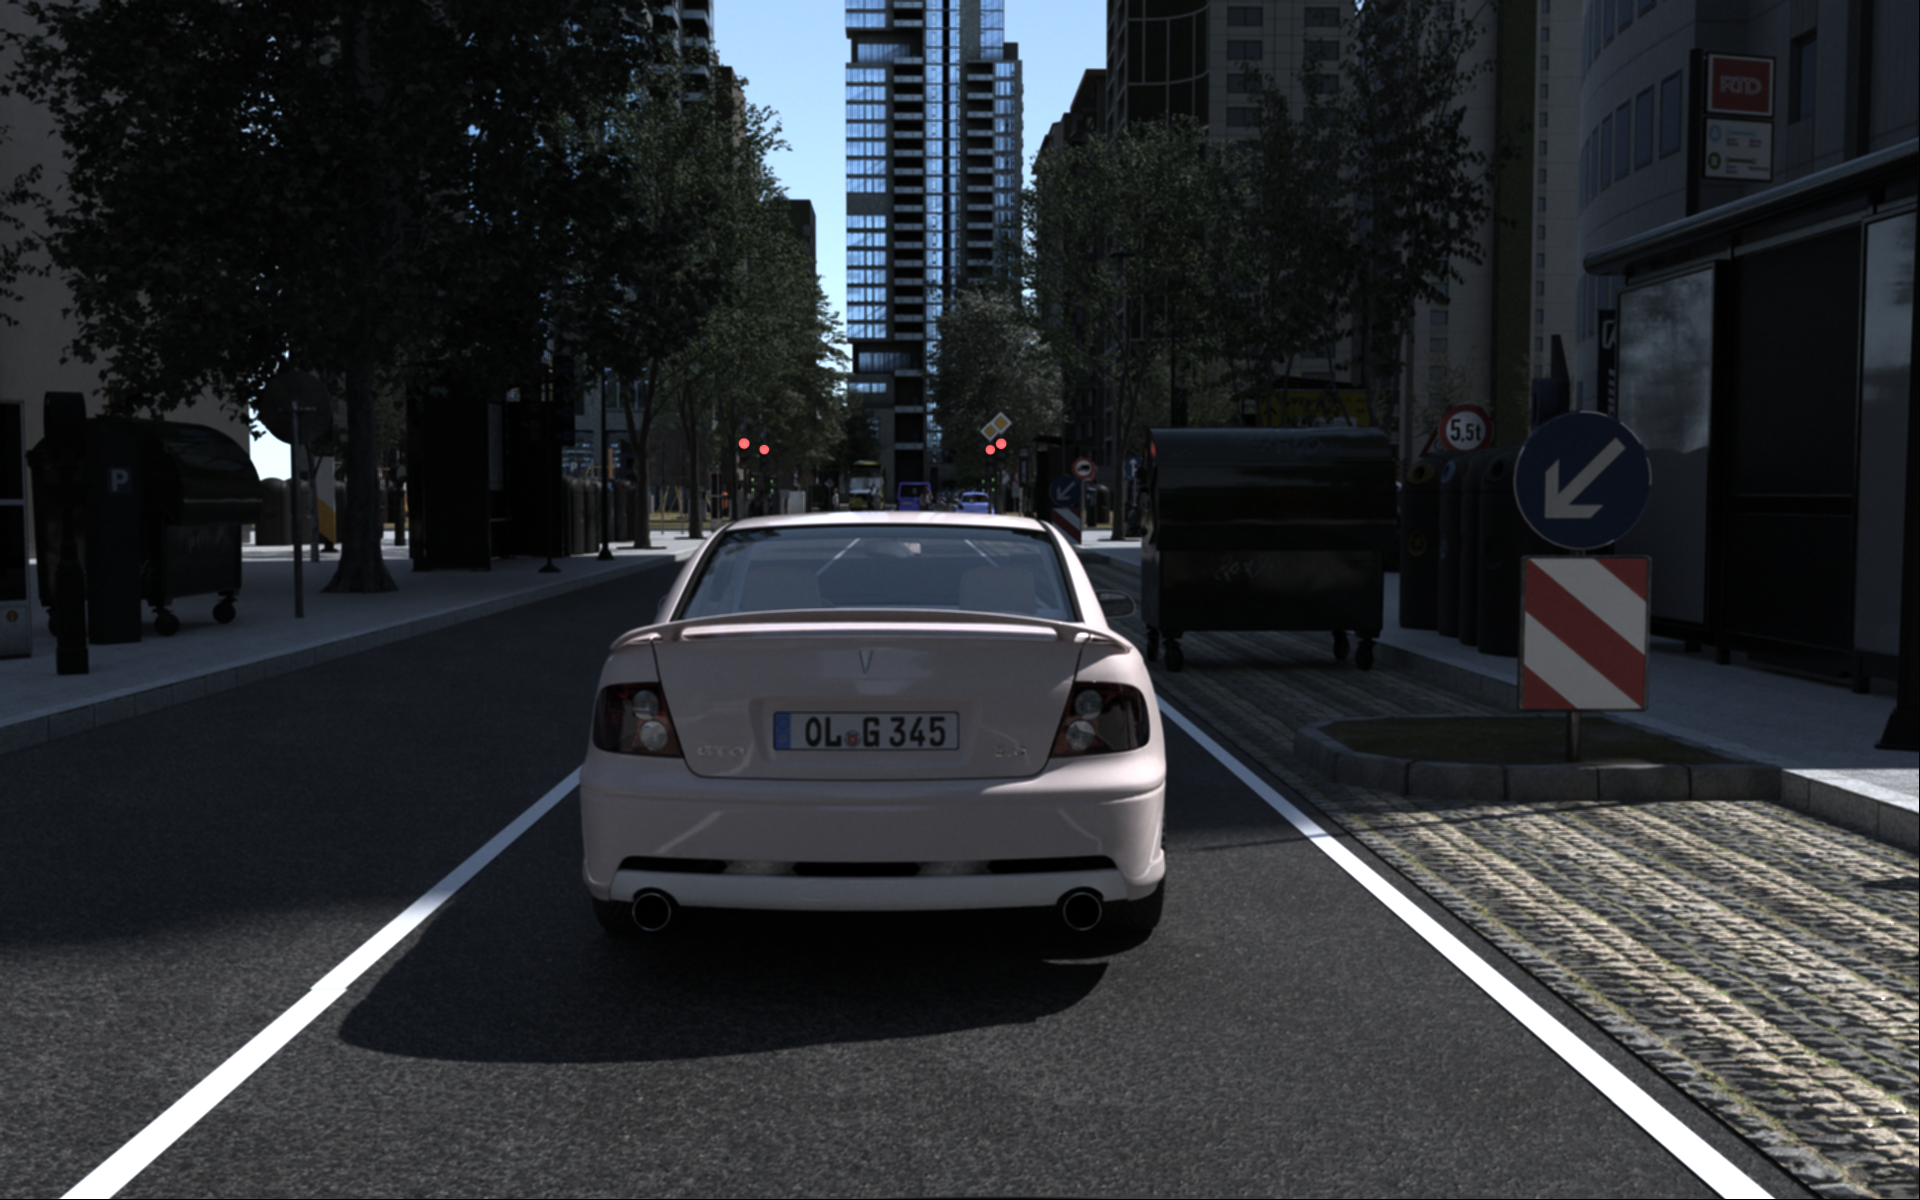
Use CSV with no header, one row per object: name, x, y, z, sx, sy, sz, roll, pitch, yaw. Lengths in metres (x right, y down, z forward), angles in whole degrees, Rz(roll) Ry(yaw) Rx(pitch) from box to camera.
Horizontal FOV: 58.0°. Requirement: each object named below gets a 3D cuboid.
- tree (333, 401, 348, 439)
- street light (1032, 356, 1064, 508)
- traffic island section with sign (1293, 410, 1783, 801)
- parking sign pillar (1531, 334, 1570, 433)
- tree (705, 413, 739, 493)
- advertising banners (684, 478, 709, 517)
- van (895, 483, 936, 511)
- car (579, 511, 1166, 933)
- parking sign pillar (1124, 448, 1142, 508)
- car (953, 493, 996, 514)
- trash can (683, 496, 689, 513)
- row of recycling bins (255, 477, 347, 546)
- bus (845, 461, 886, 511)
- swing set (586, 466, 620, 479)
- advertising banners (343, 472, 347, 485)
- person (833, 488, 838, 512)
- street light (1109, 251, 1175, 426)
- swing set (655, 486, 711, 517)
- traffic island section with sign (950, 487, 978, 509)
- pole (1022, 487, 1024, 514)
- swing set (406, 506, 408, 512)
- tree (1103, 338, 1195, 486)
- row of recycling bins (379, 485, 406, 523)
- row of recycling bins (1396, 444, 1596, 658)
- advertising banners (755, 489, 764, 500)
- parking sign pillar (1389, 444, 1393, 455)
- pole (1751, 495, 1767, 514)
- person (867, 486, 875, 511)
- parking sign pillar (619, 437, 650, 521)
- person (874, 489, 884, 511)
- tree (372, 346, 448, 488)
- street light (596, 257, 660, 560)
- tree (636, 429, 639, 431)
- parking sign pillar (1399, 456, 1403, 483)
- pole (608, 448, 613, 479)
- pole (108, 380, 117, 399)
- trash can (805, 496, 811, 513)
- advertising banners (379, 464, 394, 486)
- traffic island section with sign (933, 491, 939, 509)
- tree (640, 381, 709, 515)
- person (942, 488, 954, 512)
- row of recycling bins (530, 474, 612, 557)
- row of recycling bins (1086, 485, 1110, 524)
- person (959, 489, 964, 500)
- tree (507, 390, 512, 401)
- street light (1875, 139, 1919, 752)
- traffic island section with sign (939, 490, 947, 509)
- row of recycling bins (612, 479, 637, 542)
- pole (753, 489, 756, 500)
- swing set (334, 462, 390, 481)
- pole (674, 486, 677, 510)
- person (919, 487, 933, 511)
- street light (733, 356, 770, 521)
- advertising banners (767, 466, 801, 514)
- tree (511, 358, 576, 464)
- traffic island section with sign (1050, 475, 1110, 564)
tree,-30.212,-8.547,90.113,4.360,8.622,3.978,0,3,0
street light,2.915,-5.231,58.072,1.470,5.913,1.316,0,4,-2
traffic island section with sign,2.821,-0.022,8.980,1.989,1.847,2.006,0,4,-2
parking sign pillar,9.796,-2.463,28.747,1.447,3.967,1.447,1,4,12
tree,-18.837,-11.440,137.403,4.737,8.622,4.395,0,3,0
advertising banners,-13.735,-5.858,91.974,2.074,3.025,0.090,0,4,-3
van,-2.441,-5.490,94.138,2.240,2.365,5.245,0,4,-1
car,-0.271,0.325,7.043,2.083,1.381,4.827,0,4,0
parking sign pillar,9.889,-6.648,97.168,1.447,3.967,1.447,1,4,20
car,0.656,-4.210,78.423,1.945,1.707,3.694,0,4,-1
trash can,-18.292,-6.305,114.737,0.748,1.137,0.748,0,3,0
row of recycling bins,-16.814,-2.284,44.459,1.069,1.692,3.534,1,4,11
bus,-6.973,-8.516,130.776,2.896,3.916,12.252,0,4,-1
swing set,-19.847,-6.166,98.438,3.119,2.851,2.862,2,4,29
advertising banners,-49.859,-8.702,138.471,2.074,3.025,0.090,-1,4,-22
person,-6.366,-4.948,90.066,0.598,1.740,0.731,-2,4,-24
street light,3.557,-3.719,33.343,1.470,5.913,1.316,0,4,-2
swing set,-15.756,-6.229,99.472,2.862,2.851,3.119,0,4,4
traffic island section with sign,0.478,-5.084,91.754,1.989,1.847,2.006,0,4,-2
pole,4.089,-7.177,111.183,0.158,3.312,0.155,0,3,0
swing set,-35.853,-6.643,106.228,3.119,2.851,2.862,-2,4,-35
tree,8.863,-7.973,80.726,4.360,8.622,3.978,0,3,0
row of recycling bins,-25.812,-4.182,75.494,1.069,1.692,3.534,3,5,41
row of recycling bins,4.691,-0.497,15.241,1.069,1.692,3.534,0,4,1
advertising banners,-14.656,-8.122,128.974,2.074,3.025,0.090,0,4,8
parking sign pillar,22.460,-6.379,92.761,1.447,3.967,1.447,1,4,10
pole,11.759,-1.934,25.456,0.158,3.312,0.155,0,3,0
person,-4.752,-5.223,93.672,0.755,1.850,0.659,2,4,30
parking sign pillar,-15.434,-5.714,81.898,1.447,3.967,1.447,1,4,8
person,-5.752,-7.011,123.495,0.716,1.782,0.532,0,4,1
tree,-21.284,-7.267,69.172,4.360,8.622,3.978,0,3,0
street light,-6.358,-3.730,33.525,1.470,5.913,1.316,0,4,-2
tree,-22.252,-10.974,129.790,4.360,8.622,3.978,0,3,0
parking sign pillar,30.961,-8.199,122.533,1.447,3.967,1.447,2,4,29
pole,-15.537,-5.086,77.001,0.158,3.312,0.155,0,3,0
pole,-15.116,-2.273,31.001,0.158,3.312,0.155,0,3,0
trash can,-11.870,-7.359,131.967,0.748,1.137,0.748,0,3,0
advertising banners,-33.868,-6.508,102.596,0.090,3.025,2.074,1,4,11
traffic island section with sign,-1.694,-9.785,168.618,1.989,1.847,2.006,0,4,-2
tree,-17.558,-9.650,108.136,4.360,8.622,3.978,0,3,0
person,-0.777,-6.173,109.410,0.713,1.824,0.794,1,4,23
row of recycling bins,-8.390,-1.827,36.984,1.069,1.692,3.534,0,4,0
row of recycling bins,6.056,-4.259,76.739,1.069,1.692,3.534,0,4,2
person,0.212,-6.601,116.849,0.576,1.772,0.534,0,4,-5
tree,-26.738,-8.976,97.117,4.360,8.622,3.978,0,3,0
street light,4.252,-2.204,8.579,1.470,5.913,1.316,0,4,-2
traffic island section with sign,-0.287,-6.732,118.699,1.989,1.847,2.006,0,4,-2
row of recycling bins,-9.491,-2.399,46.333,1.069,1.692,3.534,0,4,7
pole,-13.008,-7.084,109.662,0.158,3.312,0.155,0,3,0
swing set,-30.332,-5.364,85.324,3.119,2.851,2.862,1,4,19
pole,-23.000,-8.940,140.014,0.158,3.312,0.155,0,3,0
person,-1.532,-3.967,73.947,0.593,1.750,0.643,-2,4,-33
street light,-7.085,-5.254,58.441,1.470,5.913,1.316,0,4,-2
advertising banners,-10.869,-6.783,107.094,2.074,3.025,0.090,0,4,6
tree,-21.656,-8.446,88.448,4.737,8.622,4.395,0,3,0
traffic island section with sign,2.043,-1.690,36.259,1.989,1.847,2.006,0,4,-2
